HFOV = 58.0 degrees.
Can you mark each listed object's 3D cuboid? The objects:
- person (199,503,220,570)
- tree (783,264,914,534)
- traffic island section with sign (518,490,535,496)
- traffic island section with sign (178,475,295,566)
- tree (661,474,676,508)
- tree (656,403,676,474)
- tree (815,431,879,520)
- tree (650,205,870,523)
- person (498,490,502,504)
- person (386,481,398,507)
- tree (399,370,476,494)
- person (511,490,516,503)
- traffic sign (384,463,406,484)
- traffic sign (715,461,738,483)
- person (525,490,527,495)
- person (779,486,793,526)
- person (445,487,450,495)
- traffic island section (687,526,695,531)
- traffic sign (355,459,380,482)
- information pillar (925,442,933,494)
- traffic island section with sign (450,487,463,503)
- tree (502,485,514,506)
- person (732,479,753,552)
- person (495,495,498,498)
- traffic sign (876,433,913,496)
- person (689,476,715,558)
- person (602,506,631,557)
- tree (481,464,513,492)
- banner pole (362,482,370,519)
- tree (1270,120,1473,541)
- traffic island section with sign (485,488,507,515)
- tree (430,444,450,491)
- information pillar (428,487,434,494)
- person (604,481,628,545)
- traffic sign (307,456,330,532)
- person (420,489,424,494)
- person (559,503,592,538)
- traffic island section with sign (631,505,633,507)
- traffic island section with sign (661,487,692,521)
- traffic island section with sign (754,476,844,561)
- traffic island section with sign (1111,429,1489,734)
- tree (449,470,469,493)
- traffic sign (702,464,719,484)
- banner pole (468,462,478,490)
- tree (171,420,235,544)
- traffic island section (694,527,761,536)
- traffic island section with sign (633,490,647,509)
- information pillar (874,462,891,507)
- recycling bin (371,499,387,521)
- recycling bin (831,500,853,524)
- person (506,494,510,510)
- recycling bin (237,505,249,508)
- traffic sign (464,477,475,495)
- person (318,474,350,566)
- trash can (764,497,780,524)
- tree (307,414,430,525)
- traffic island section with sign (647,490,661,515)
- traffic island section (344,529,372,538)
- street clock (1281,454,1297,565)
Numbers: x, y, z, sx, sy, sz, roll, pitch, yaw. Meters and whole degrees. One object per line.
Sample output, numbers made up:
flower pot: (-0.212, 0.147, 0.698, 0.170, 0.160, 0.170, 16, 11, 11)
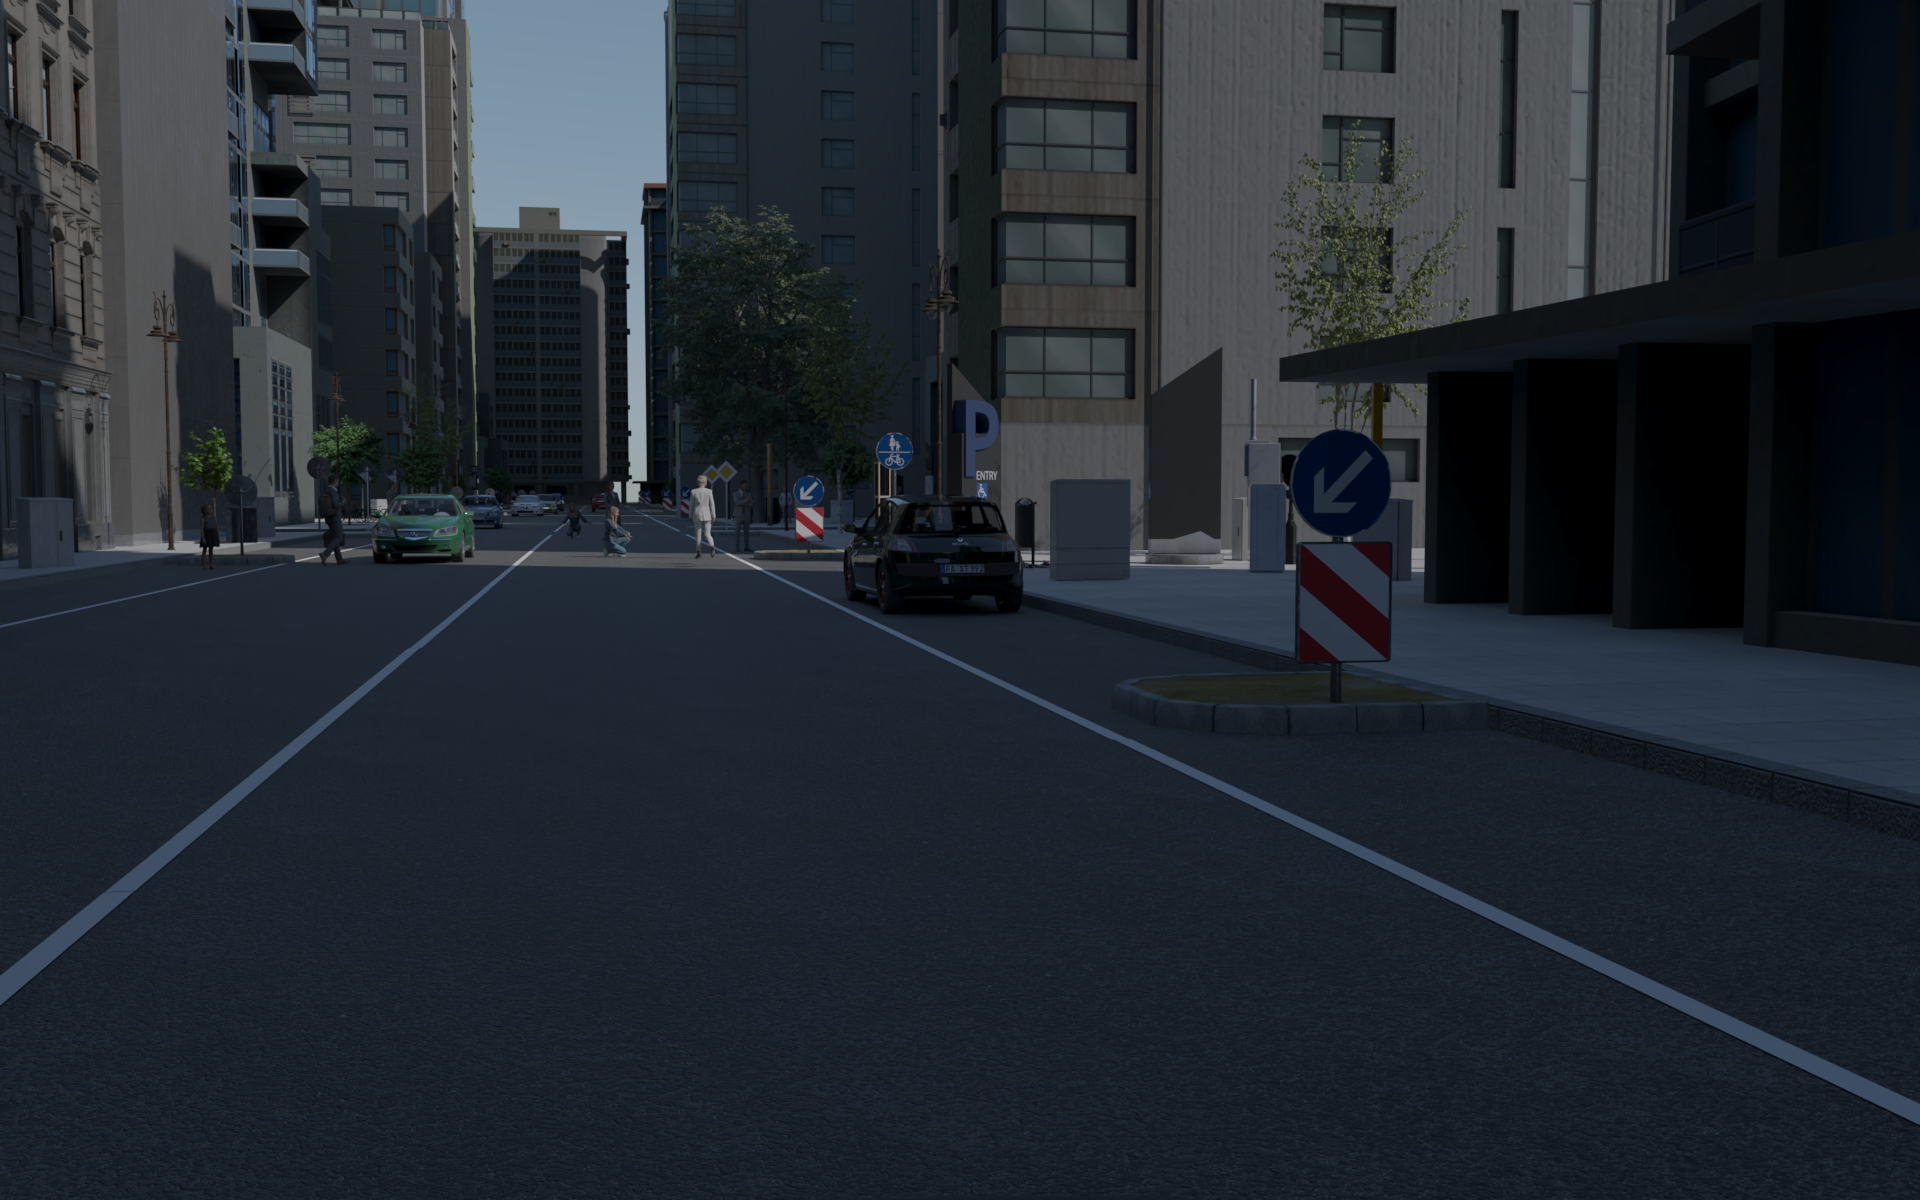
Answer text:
person: (-14.173, -1.197, 32.735, 0.373, 1.253, 0.362, 3, 5, 39)
tree: (-3.764, -6.414, 55.227, 4.737, 8.622, 4.395, 0, 3, 0)
traffic island section with sign: (-41.744, -9.578, 165.234, 1.989, 1.847, 2.006, -1, 4, -12)
traffic island section with sign: (-14.860, -1.657, 35.718, 1.989, 1.847, 2.006, -1, 4, -12)
tree: (-25.783, -9.852, 155.688, 1.663, 3.219, 1.824, 0, 3, 0)
tree: (-21.724, -11.438, 137.371, 4.360, 8.622, 3.978, 0, 3, 0)
tree: (-5.750, -6.327, 87.165, 4.285, 4.588, 4.351, 0, 3, 0)
tree: (-8.826, -10.393, 76.581, 9.857, 13.997, 8.962, 0, 3, 0)
person: (-48.345, -10.716, 181.930, 0.721, 1.739, 1.217, 1, 4, 10)
person: (-16.647, -2.591, 50.970, 0.767, 1.812, 0.694, 0, 4, -7)
tree: (-31.065, -9.309, 102.560, 4.737, 8.622, 4.395, 0, 3, 0)
person: (-51.936, -11.910, 201.708, 0.756, 1.711, 0.436, 3, 4, 37)
traffic sign: (-21.347, -3.870, 65.464, 0.795, 2.593, 0.064, -1, 4, -12)
traffic sign: (-8.073, -3.538, 60.034, 0.795, 2.593, 0.064, -1, 4, -12)
person: (-42.468, -9.854, 169.611, 0.705, 1.824, 1.348, -1, 4, -12)
person: (-7.038, -3.795, 69.899, 0.589, 1.601, 0.330, 1, 4, 19)
person: (-36.976, -7.263, 125.032, 0.529, 1.795, 0.600, 0, 4, -6)
traffic island section: (-9.674, -2.793, 67.940, 2.009, 0.180, 2.903, -1, 4, -12)
traffic sign: (-19.723, -3.392, 57.645, 0.795, 2.593, 0.064, -1, 4, -12)
information pillar: (-1.391, -5.295, 77.930, 0.183, 3.616, 0.504, -3, 4, -39)
traffic island section with sign: (-26.198, -4.999, 90.358, 1.989, 1.847, 2.006, -1, 4, -12)
tree: (-49.817, -11.921, 189.502, 1.663, 3.219, 1.824, 0, 3, 0)
person: (-5.390, -2.110, 43.186, 0.511, 1.800, 0.466, -3, 5, -42)
person: (-44.070, -9.580, 162.814, 1.348, 1.807, 0.705, -3, 5, -42)
traffic sign: (-1.365, -2.197, 36.034, 0.768, 2.556, 0.104, -1, 4, -10)
person: (-5.690, -1.836, 38.392, 0.514, 1.842, 0.818, -2, 4, -30)
person: (-7.740, -1.553, 39.392, 0.738, 1.151, 1.012, 0, 4, 6)
tree: (-49.638, -12.353, 185.692, 4.285, 4.588, 4.351, 0, 3, 0)
banner pole: (-30.426, -6.026, 88.548, 0.401, 3.779, 0.863, 1, 4, 16)
tree: (8.132, -5.191, 35.234, 4.737, 8.622, 4.395, 0, 3, 0)
traffic island section with sign: (-31.924, -6.686, 117.941, 1.989, 1.847, 2.006, -1, 4, -12)
tree: (-30.117, -6.908, 96.658, 4.285, 4.588, 4.351, 0, 3, 0)
information pillar: (-34.707, -6.678, 113.673, 0.304, 2.012, 0.304, 3, 4, 37)
person: (-9.736, -2.457, 48.943, 0.573, 1.790, 0.520, 2, 4, 32)
traffic sign: (-21.602, -3.562, 58.344, 0.768, 2.556, 0.104, 0, 4, -6)
person: (-31.243, -5.667, 100.506, 0.589, 1.601, 0.330, 0, 4, 2)
person: (-12.523, -2.603, 56.559, 1.012, 1.151, 0.738, 0, 4, -3)
traffic island section with sign: (-35.867, -11.346, 194.134, 1.989, 1.847, 2.006, -1, 4, -12)
traffic island section with sign: (-14.683, -5.102, 92.041, 1.989, 1.847, 2.006, -1, 4, -12)
traffic island section with sign: (-3.538, -1.817, 38.338, 1.989, 1.847, 2.006, -1, 4, -12)
traffic island section with sign: (2.072, -0.164, 11.315, 1.989, 1.847, 2.006, -1, 4, -12)
tree: (-39.553, -8.747, 137.611, 1.663, 3.219, 1.824, 0, 3, 0)
traffic sign: (-9.696, -4.016, 67.853, 0.795, 2.593, 0.064, -1, 4, -12)
banner pole: (-37.448, -8.747, 133.036, 0.863, 3.779, 0.401, -1, 4, -9)
tree: (-19.361, -3.086, 45.058, 1.663, 3.219, 1.824, 0, 3, 0)
traffic island section: (-8.051, -2.314, 60.121, 2.009, 0.180, 2.903, -1, 4, -12)
traffic island section with sign: (-30.384, -9.732, 167.740, 1.989, 1.847, 2.006, -1, 4, -12)
information pillar: (-1.779, -2.160, 39.815, 0.304, 2.012, 0.304, -1, 4, -21)
recycling bin: (-27.872, -4.329, 83.336, 0.722, 1.027, 0.722, -3, 5, -43)
recycling bin: (-5.118, -3.828, 75.134, 0.722, 1.027, 0.722, 3, 5, 40)
person: (-39.926, -8.658, 153.277, 0.599, 1.433, 0.991, 0, 4, -7)
recycling bin: (-23.782, -2.704, 56.767, 0.722, 1.027, 0.722, 1, 4, 15)
traffic sign: (-35.596, -7.679, 125.649, 0.768, 2.556, 0.104, -1, 4, -8)
person: (-12.648, -1.616, 34.881, 0.622, 1.834, 0.822, 2, 4, 35)
trash can: (-7.970, -3.794, 73.693, 0.748, 1.137, 0.748, 0, 3, 0)
tree: (-25.168, -5.366, 71.449, 4.285, 4.588, 4.351, 0, 3, 0)
traffic island section with sign: (-20.165, -6.716, 118.435, 1.989, 1.847, 2.006, -1, 4, -12)
traffic island section: (-19.745, -2.167, 57.707, 2.009, 0.180, 2.903, -1, 4, -12)
street clock: (6.016, -1.646, 31.487, 0.471, 2.002, 0.358, 2, 4, 32)
